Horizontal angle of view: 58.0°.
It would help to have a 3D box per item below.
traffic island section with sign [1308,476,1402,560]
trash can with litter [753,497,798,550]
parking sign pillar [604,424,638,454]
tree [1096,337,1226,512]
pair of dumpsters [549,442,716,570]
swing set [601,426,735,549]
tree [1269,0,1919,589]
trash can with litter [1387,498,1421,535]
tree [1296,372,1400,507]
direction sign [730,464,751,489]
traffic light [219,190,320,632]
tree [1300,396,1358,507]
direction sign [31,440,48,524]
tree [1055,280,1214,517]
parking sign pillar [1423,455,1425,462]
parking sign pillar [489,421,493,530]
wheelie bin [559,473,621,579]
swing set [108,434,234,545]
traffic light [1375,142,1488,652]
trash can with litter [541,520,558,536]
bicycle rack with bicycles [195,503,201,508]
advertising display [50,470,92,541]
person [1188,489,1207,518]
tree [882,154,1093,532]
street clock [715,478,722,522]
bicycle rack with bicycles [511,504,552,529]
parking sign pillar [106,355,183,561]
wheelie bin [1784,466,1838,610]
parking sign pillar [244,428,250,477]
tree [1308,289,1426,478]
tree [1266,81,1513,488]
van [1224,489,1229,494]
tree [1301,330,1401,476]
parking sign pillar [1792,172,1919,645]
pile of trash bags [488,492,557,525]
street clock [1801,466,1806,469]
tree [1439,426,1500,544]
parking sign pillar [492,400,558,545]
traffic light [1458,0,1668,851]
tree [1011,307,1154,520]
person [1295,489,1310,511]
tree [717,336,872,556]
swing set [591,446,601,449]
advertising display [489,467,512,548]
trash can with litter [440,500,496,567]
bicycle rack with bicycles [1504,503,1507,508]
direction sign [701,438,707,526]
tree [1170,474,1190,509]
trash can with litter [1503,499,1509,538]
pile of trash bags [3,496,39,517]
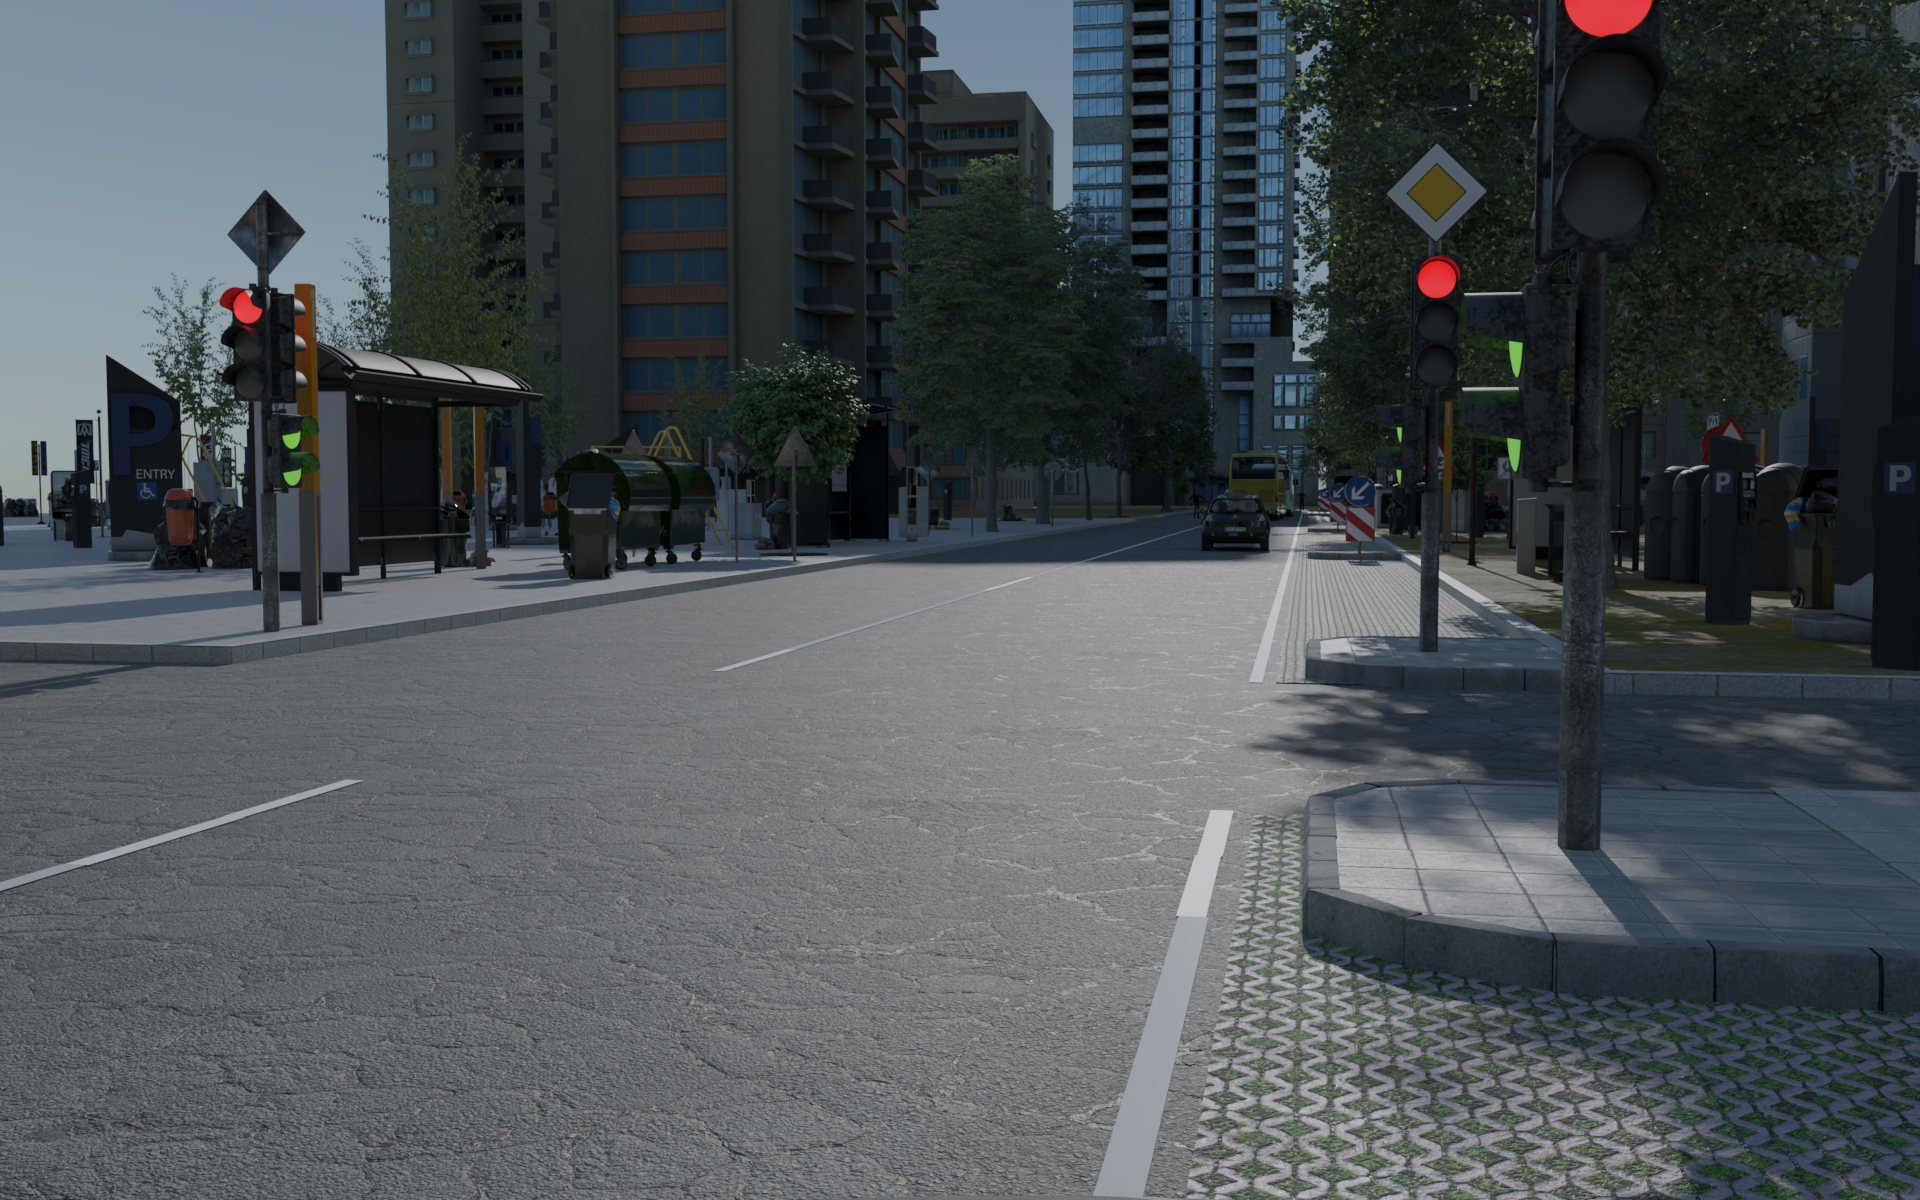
[{"bbox_3d":[8.703,-1.811,38.239,1.989,1.847,2.006,1,4,11],"label":"traffic island section with sign"},{"bbox_3d":[-4.271,-1.752,40.031,0.624,1.170,1.055,2,4,30],"label":"trash can with litter"},{"bbox_3d":[-12.967,-4.769,66.440,1.447,3.967,1.447,0,4,-2],"label":"parking sign pillar"},{"bbox_3d":[14.975,-12.769,125.775,9.611,12.733,9.660,0,3,0],"label":"tree"},{"bbox_3d":[-5.837,-1.754,31.164,1.574,2.255,4.437,1,4,11],"label":"pair of dumpsters"},{"bbox_3d":[-7.000,-2.682,41.465,2.862,2.851,3.119,-1,4,-14],"label":"swing set"},{"bbox_3d":[8.674,-7.131,23.240,9.857,13.997,8.962,0,3,0],"label":"tree"},{"bbox_3d":[14.087,-2.661,54.898,1.055,1.170,0.624,1,4,21],"label":"trash can with litter"},{"bbox_3d":[28.652,-12.596,122.952,9.611,12.733,9.660,0,3,0],"label":"tree"},{"bbox_3d":[-8.586,-4.630,67.693,0.876,3.537,0.379,-2,4,-33],"label":"direction sign"},{"bbox_3d":[-6.407,-1.659,16.043,0.839,4.253,0.868,1,4,11],"label":"traffic light"},{"bbox_3d":[35.059,-14.861,153.348,12.009,13.543,11.850,0,3,0],"label":"tree"},{"bbox_3d":[-39.077,-4.989,73.569,0.379,3.537,0.876,1,4,12],"label":"direction sign"},{"bbox_3d":[8.911,-11.405,96.848,12.009,13.543,11.850,0,3,0],"label":"tree"},{"bbox_3d":[22.967,-5.925,85.339,1.447,3.967,1.447,1,4,15],"label":"parking sign pillar"},{"bbox_3d":[-16.313,-4.469,61.545,1.447,3.967,1.447,0,4,1],"label":"parking sign pillar"},{"bbox_3d":[-5.588,-1.123,26.262,0.980,1.594,0.693,0,4,4],"label":"wheelie bin"},{"bbox_3d":[-20.137,-2.882,44.737,2.862,2.851,3.119,-1,4,-10],"label":"swing set"},{"bbox_3d":[3.805,-1.535,14.017,0.839,4.253,0.868,1,4,11],"label":"traffic light"},{"bbox_3d":[-12.126,-2.600,53.570,2.233,1.210,1.678,-1,4,-14],"label":"trash can with litter"},{"bbox_3d":[-30.324,-3.339,67.974,2.925,0.926,2.852,2,4,30],"label":"bicycle rack with bicycles"},{"bbox_3d":[-24.252,-2.572,47.265,0.974,1.923,0.123,-3,4,-38],"label":"advertising display"},{"bbox_3d":[14.001,-5.678,102.164,1.217,1.723,0.721,-1,4,-15],"label":"person"},{"bbox_3d":[0.843,-8.573,58.292,7.486,12.596,7.792,0,3,0],"label":"tree"},{"bbox_3d":[-11.051,-4.550,78.959,0.358,2.002,0.471,-2,4,-33],"label":"street clock"},{"bbox_3d":[-16.364,-3.139,64.700,2.852,0.926,2.925,-1,4,-10],"label":"bicycle rack with bicycles"},{"bbox_3d":[-15.821,-2.763,33.649,1.447,3.967,1.447,-2,4,-25],"label":"parking sign pillar"},{"bbox_3d":[9.785,-0.702,19.380,0.980,1.594,0.693,0,4,3],"label":"wheelie bin"},{"bbox_3d":[-28.567,-5.037,70.828,1.447,3.967,1.447,0,4,8],"label":"parking sign pillar"},{"bbox_3d":[22.772,-10.732,93.603,7.486,12.596,7.792,0,3,0],"label":"tree"},{"bbox_3d":[19.843,-13.543,77.311,12.611,20.169,13.585,0,3,0],"label":"tree"},{"bbox_3d":[23.657,-8.774,150.463,2.013,2.044,4.112,1,4,10],"label":"van"},{"bbox_3d":[24.206,-10.844,103.061,9.928,11.665,9.643,0,3,0],"label":"tree"},{"bbox_3d":[8.161,-1.635,15.204,1.447,3.967,1.447,1,4,9],"label":"parking sign pillar"},{"bbox_3d":[-18.147,-3.719,70.564,3.447,1.369,1.912,-2,4,-26],"label":"pile of trash bags"},{"bbox_3d":[21.975,-2.478,45.078,0.358,2.002,0.471,2,4,32],"label":"street clock"},{"bbox_3d":[12.906,-3.089,45.115,1.663,3.219,1.824,0,3,0],"label":"tree"},{"bbox_3d":[-10.971,-3.396,44.003,1.447,3.967,1.447,-1,4,-23],"label":"parking sign pillar"},{"bbox_3d":[2.233,-1.056,6.187,0.839,4.253,0.868,1,4,11],"label":"traffic light"},{"bbox_3d":[6.052,-9.183,84.553,7.601,10.594,8.767,2,4,31],"label":"tree"},{"bbox_3d":[29.543,-8.634,149.628,1.348,1.831,0.705,1,4,10],"label":"person"},{"bbox_3d":[-3.431,-3.216,36.294,4.285,4.588,4.351,0,3,0],"label":"tree"},{"bbox_3d":[-10.702,-3.612,56.680,3.119,2.851,2.862,-1,4,-14],"label":"swing set"},{"bbox_3d":[-10.936,-2.203,41.226,0.123,1.923,0.974,-3,4,-38],"label":"advertising display"},{"bbox_3d":[-8.796,-1.177,30.632,0.624,1.170,1.055,3,5,39],"label":"trash can with litter"},{"bbox_3d":[26.545,-4.256,82.970,2.925,0.926,2.852,2,4,26],"label":"bicycle rack with bicycles"},{"bbox_3d":[-10.490,-4.813,70.686,0.379,3.537,0.876,0,4,-2],"label":"direction sign"},{"bbox_3d":[18.867,-9.493,149.804,1.663,3.219,1.824,0,3,0],"label":"tree"},{"bbox_3d":[15.204,-2.151,46.558,1.055,1.170,0.624,0,4,-4],"label":"trash can with litter"},{"bbox_3d":[-52.989,-5.259,95.739,1.912,1.369,3.447,3,5,43],"label":"pile of trash bags"}]
